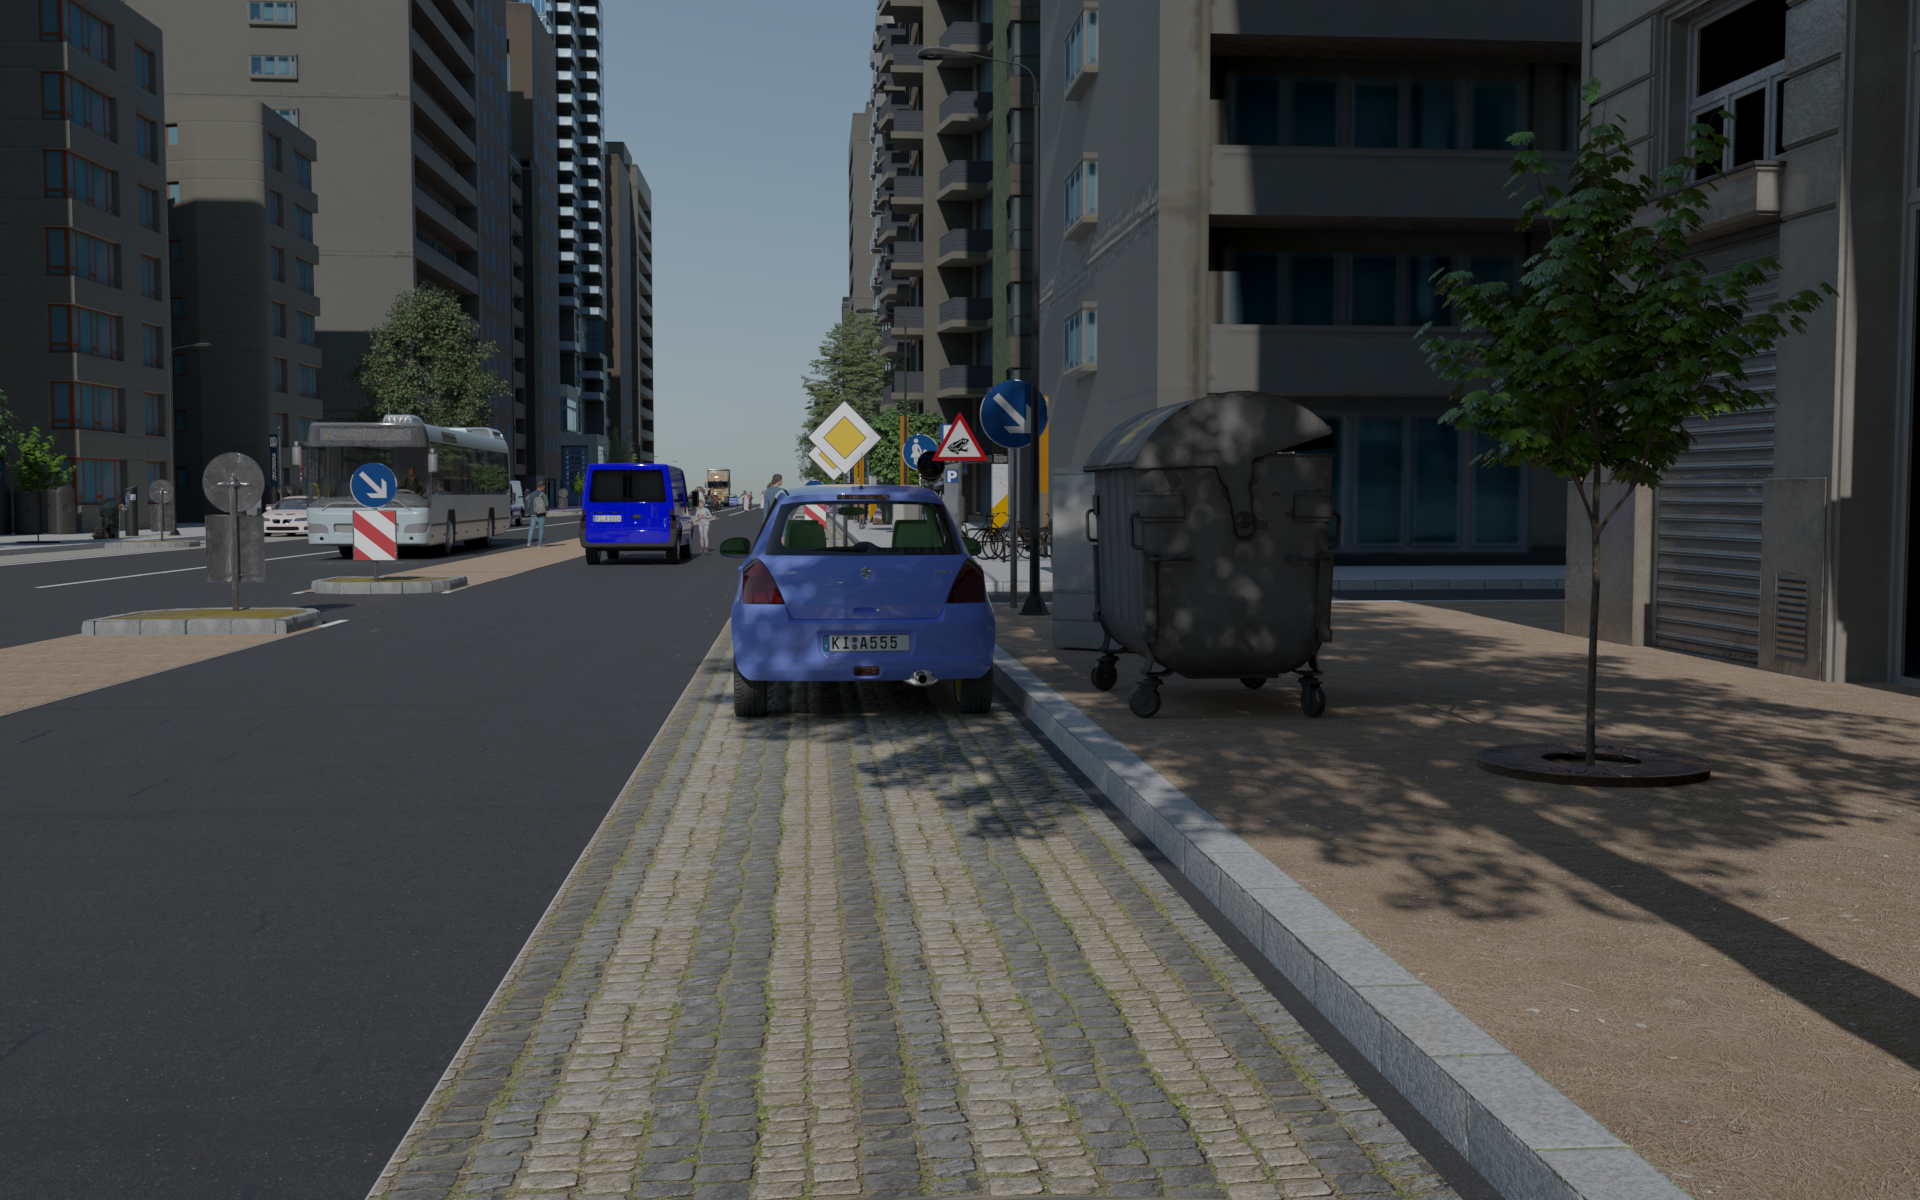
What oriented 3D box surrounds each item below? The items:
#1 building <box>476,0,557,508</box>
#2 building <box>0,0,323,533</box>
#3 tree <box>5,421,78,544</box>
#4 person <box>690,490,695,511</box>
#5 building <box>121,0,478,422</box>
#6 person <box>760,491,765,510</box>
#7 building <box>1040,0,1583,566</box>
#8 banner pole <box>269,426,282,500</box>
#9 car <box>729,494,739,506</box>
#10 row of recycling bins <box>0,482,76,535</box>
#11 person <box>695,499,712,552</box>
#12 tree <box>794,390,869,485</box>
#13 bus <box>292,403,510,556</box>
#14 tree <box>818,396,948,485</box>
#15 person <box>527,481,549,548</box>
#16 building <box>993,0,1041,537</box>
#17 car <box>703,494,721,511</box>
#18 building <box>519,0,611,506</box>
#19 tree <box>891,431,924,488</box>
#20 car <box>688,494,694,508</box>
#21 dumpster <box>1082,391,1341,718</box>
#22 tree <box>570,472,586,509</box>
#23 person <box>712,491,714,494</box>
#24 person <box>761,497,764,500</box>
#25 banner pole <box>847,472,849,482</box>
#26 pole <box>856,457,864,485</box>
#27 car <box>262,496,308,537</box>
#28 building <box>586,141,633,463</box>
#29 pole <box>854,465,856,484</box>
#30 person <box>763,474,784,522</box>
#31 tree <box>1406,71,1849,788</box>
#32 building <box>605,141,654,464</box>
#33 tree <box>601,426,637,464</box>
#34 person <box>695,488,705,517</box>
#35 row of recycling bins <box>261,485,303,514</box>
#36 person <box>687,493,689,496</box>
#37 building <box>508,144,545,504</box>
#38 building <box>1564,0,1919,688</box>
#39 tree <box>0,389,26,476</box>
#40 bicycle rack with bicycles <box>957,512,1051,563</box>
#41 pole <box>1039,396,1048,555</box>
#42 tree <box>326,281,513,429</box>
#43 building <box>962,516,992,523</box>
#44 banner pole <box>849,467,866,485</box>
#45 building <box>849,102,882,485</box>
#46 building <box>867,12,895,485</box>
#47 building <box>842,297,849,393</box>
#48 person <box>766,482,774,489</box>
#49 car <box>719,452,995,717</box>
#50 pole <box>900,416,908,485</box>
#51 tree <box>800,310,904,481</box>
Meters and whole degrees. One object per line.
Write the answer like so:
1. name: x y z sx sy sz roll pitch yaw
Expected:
1. building: -44.222 -30.945 156.065 14.600 45.320 14.200 0 4 -5
2. building: -43.965 -13.733 69.568 27.650 21.520 28.899 0 4 -5
3. tree: -24.186 -3.093 45.168 1.663 3.219 1.824 0 3 0
4. person: -22.851 -8.489 147.749 0.568 1.767 0.683 1 4 13
5. building: -43.016 -29.659 108.628 21.300 48.544 21.600 0 4 -5
6. person: -18.167 -9.207 159.704 0.551 1.740 0.621 -3 5 -40
7. building: 12.867 -25.432 39.513 21.600 48.544 21.300 0 4 -5
8. banner pole: -25.116 -4.505 63.676 0.401 3.779 0.863 1 4 13
9. car: -27.807 -12.298 210.661 1.945 1.707 3.694 0 4 -7
10. row of recycling bins: -29.866 -2.909 54.672 3.534 1.692 1.069 -1 4 -18
11. person: -6.314 -1.827 42.649 0.425 1.301 0.394 0 4 -6
12. tree: -13.640 -16.756 190.964 9.611 12.733 9.660 0 3 0
13. bus: -13.375 -2.930 42.767 2.948 3.499 13.247 0 4 -6
14. tree: -1.833 -4.562 58.306 4.285 4.588 4.351 0 3 0
15. person: -11.204 -2.273 46.018 0.623 1.781 0.721 0 4 1
16. building: 7.869 -17.510 57.991 14.160 30.474 14.107 0 4 -5
17. car: -21.777 -8.620 150.727 2.009 1.686 4.222 0 4 -4
18. building: -51.448 -54.168 198.311 22.319 86.520 31.000 0 4 -5
19. tree: -1.598 -3.614 53.686 1.663 3.219 1.824 0 3 0
20. car: -24.560 -9.093 160.465 2.131 1.459 4.920 0 4 -6
21. dumpster: 1.508 -0.296 10.595 1.264 1.857 1.865 0 4 -5
22. tree: -33.237 -9.542 150.617 1.663 3.219 1.824 0 3 0
23. person: -25.107 -10.235 176.399 0.434 1.755 0.990 -1 4 -23
24. person: -14.897 -7.664 134.491 1.217 1.739 0.721 -2 4 -26
25. banner pole: -5.708 -6.154 90.627 0.863 3.779 0.401 -1 4 -18
26. pole: -3.573 -4.214 62.745 0.158 3.312 0.155 0 3 0
27. car: -22.526 -2.873 59.341 2.083 1.381 4.827 0 4 -5
28. building: -49.907 -34.999 222.348 14.600 45.320 14.200 0 4 -5
29. pole: -4.620 -5.072 76.774 0.158 3.312 0.155 0 3 0
30. person: -3.548 -1.523 33.431 0.581 1.822 0.654 1 4 13
31. tree: 2.926 -0.826 8.112 1.663 3.219 1.824 0 3 0
32. building: -54.366 -37.730 240.593 21.300 48.544 21.600 0 4 -5
33. tree: -36.688 -14.502 187.462 4.737 8.622 4.395 0 3 0
34. person: -14.537 -5.373 96.568 0.478 1.798 0.641 3 4 38
35. row of recycling bins: -29.849 -4.223 76.162 1.069 1.692 3.534 0 4 2
36. person: -12.154 -4.125 76.532 0.643 1.750 0.593 -3 5 -45
37. building: -42.476 -22.668 142.320 14.160 30.474 14.107 0 4 -5
38. building: 14.021 -10.298 1.659 16.112 22.955 30.059 0 4 -5
39. tree: -23.582 -3.471 40.459 4.285 4.588 4.351 0 3 0
40. bicycle rack with bicycles: 1.072 -1.233 33.547 2.925 0.926 2.852 -1 4 -23
41. pole: 1.734 -2.585 36.106 0.158 3.312 0.155 0 3 0
42. tree: -28.769 -10.782 93.292 9.611 12.733 9.660 0 3 0
43. building: 7.201 -26.498 87.864 22.147 44.769 28.867 0 4 -5
44. banner pole: -5.093 -6.023 88.490 0.863 3.779 0.401 0 4 2
45. building: -2.615 -35.952 211.516 21.300 48.544 21.600 0 4 -5
46. building: 3.083 -33.053 160.022 23.786 49.044 30.456 0 4 -5
47. building: -10.265 -29.457 253.329 14.160 30.474 14.107 0 4 -5
48. person: -4.624 -2.031 42.462 0.466 1.731 0.760 1 4 20
49. car: -0.764 -0.175 12.454 1.945 1.707 3.694 0 4 -6
50. pole: -1.461 -3.154 45.407 0.158 3.312 0.155 0 3 0
51. tree: -6.443 -11.582 107.487 7.486 12.596 7.792 0 3 0
